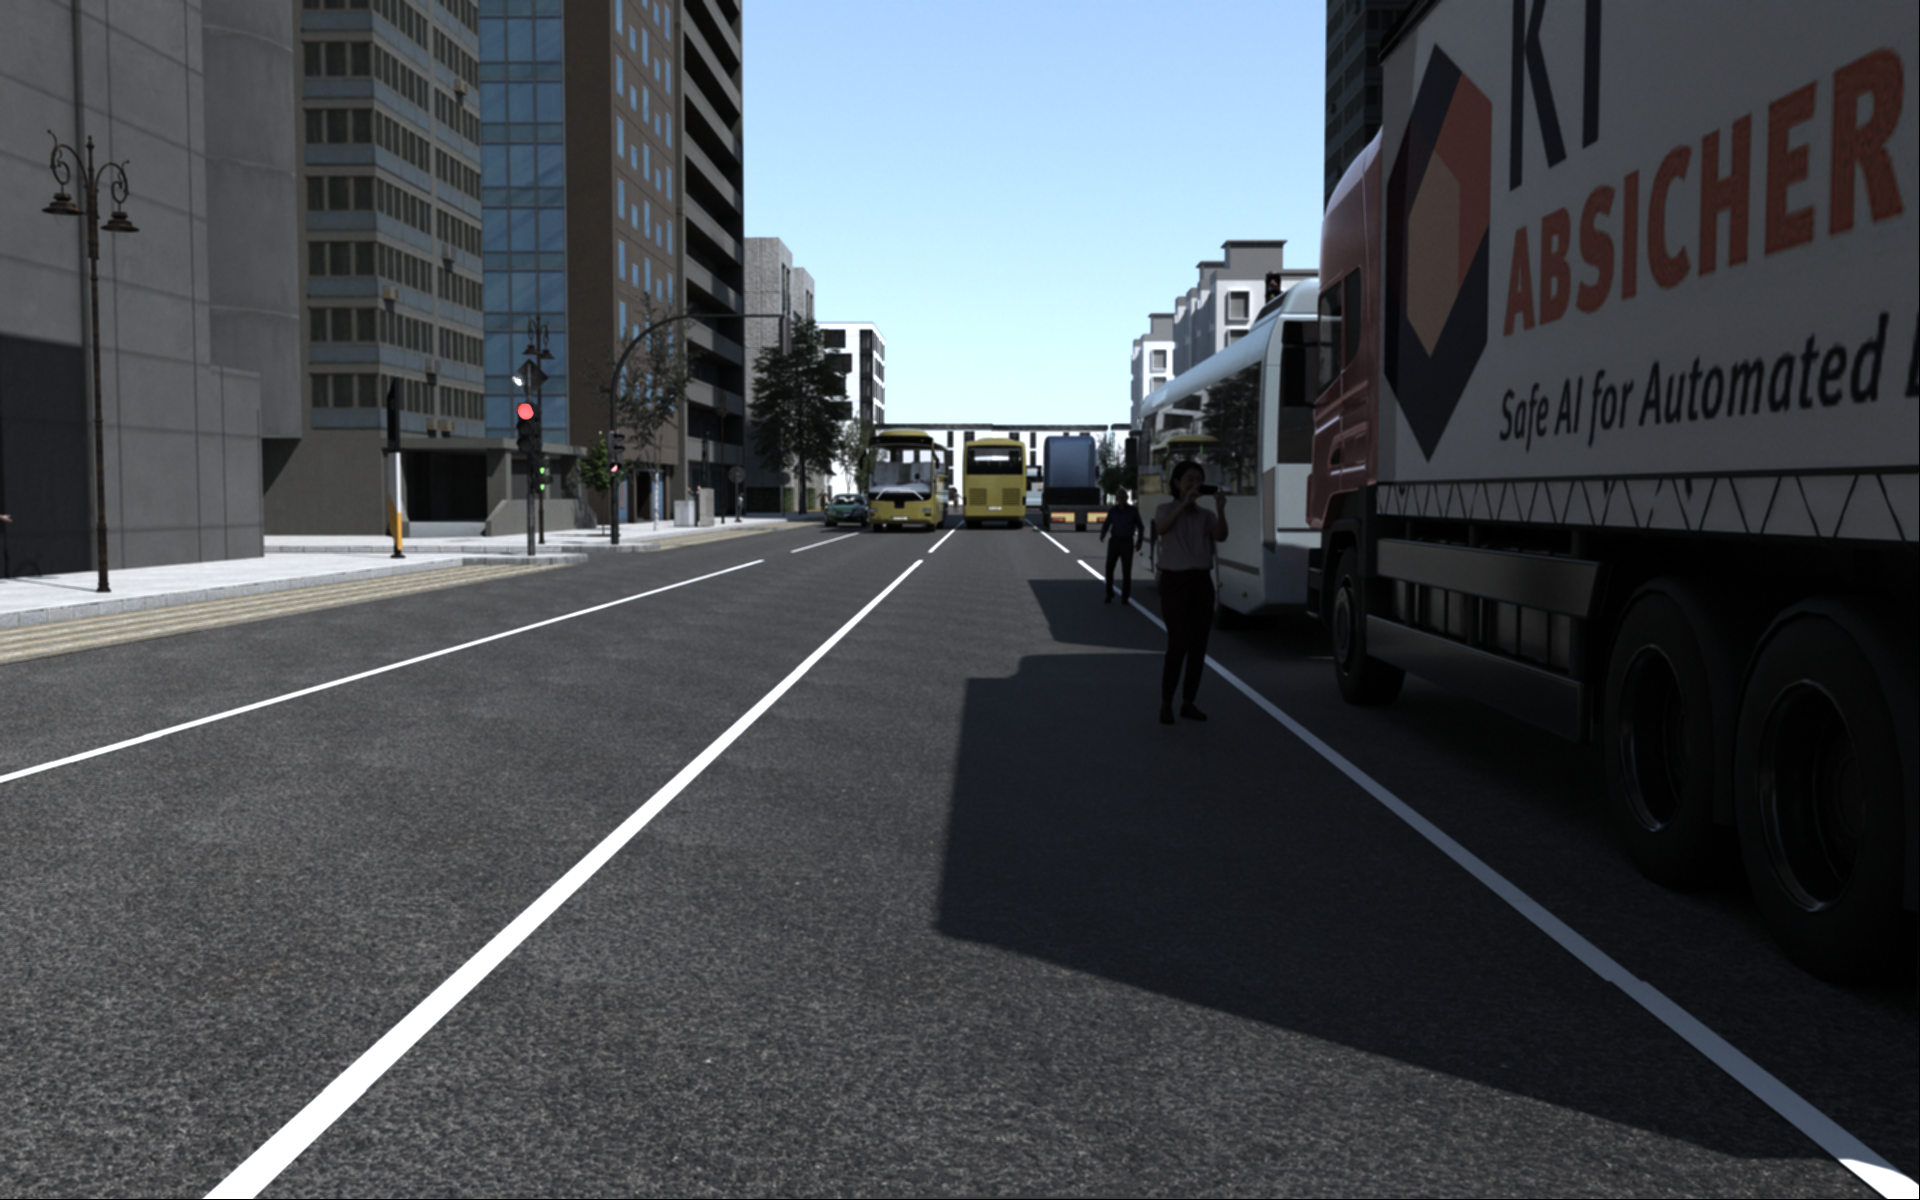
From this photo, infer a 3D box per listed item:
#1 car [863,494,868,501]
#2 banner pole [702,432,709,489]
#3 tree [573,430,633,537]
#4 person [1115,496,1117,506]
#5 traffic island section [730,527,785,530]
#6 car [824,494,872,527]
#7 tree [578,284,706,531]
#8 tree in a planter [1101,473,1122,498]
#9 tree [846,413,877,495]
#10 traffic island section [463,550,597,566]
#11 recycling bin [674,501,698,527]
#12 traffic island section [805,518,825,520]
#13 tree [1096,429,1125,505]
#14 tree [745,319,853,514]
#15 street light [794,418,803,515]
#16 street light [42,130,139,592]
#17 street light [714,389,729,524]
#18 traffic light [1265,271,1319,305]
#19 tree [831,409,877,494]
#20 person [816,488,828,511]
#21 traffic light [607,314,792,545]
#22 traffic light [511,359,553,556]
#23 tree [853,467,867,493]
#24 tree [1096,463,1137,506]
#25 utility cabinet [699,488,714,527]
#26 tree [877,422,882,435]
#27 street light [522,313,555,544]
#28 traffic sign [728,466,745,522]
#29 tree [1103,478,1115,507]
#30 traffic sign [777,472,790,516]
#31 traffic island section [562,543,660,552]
[{"bbox_3d":[-4.659,-4.998,91.936,2.015,1.641,3.980,0,4,2],"label":"car"},{"bbox_3d":[-10.271,-4.894,70.026,0.401,3.779,0.863,-2,4,-30],"label":"banner pole"},{"bbox_3d":[-10.981,-3.549,52.620,1.663,3.219,1.824,0,3,0],"label":"tree"},{"bbox_3d":[15.100,-9.761,166.439,0.445,1.727,0.742,-3,5,-40],"label":"person"},{"bbox_3d":[-8.006,-2.806,68.747,1.991,0.108,1.994,0,4,1],"label":"traffic island section"},{"bbox_3d":[-4.904,-3.959,76.522,2.131,1.459,4.920,0,4,1],"label":"car"},{"bbox_3d":[-10.837,-6.740,60.564,4.360,8.622,3.978,0,3,0],"label":"tree"},{"bbox_3d":[12.786,-9.077,145.624,1.991,3.239,1.994,0,4,1],"label":"tree in a planter"},{"bbox_3d":[-8.692,-12.709,158.155,4.737,8.622,4.395,0,3,0],"label":"tree"},{"bbox_3d":[-8.948,-0.844,36.087,2.009,0.180,2.903,0,4,1],"label":"traffic island section"},{"bbox_3d":[-10.672,-3.357,67.436,0.722,1.027,0.722,1,4,16],"label":"recycling bin"},{"bbox_3d":[-7.493,-4.454,95.685,1.991,0.108,1.994,0,4,1],"label":"traffic island section"},{"bbox_3d":[17.118,-15.021,195.948,4.737,8.622,4.395,0,3,0],"label":"tree"},{"bbox_3d":[-10.423,-11.873,112.247,7.486,12.596,7.792,0,3,0],"label":"tree"},{"bbox_3d":[-9.757,-8.108,105.358,0.468,5.910,1.993,0,4,1],"label":"street light"},{"bbox_3d":[-11.216,-3.041,22.505,0.468,5.910,1.993,0,4,1],"label":"street light"},{"bbox_3d":[-10.307,-6.260,75.134,0.468,5.910,1.993,0,4,1],"label":"street light"},{"bbox_3d":[8.577,-3.720,35.496,4.771,5.953,1.251,0,4,1],"label":"traffic light"},{"bbox_3d":[-9.130,-11.725,142.071,4.360,8.622,3.978,0,3,0],"label":"tree"},{"bbox_3d":[-10.246,-7.475,128.987,1.217,1.736,0.721,3,5,41],"label":"person"},{"bbox_3d":[-6.664,-4.236,43.931,4.771,5.953,1.251,0,4,1],"label":"traffic light"},{"bbox_3d":[-8.908,-2.876,35.952,0.839,4.253,0.868,0,4,1],"label":"traffic light"},{"bbox_3d":[-9.308,-11.737,175.621,4.285,4.588,4.351,0,3,0],"label":"tree"},{"bbox_3d":[16.186,-12.235,183.762,4.285,4.588,4.351,0,3,0],"label":"tree"},{"bbox_3d":[-9.884,-3.609,67.679,0.318,1.500,1.173,0,4,7],"label":"utility cabinet"},{"bbox_3d":[-8.667,-13.247,166.945,4.360,8.622,3.978,0,3,0],"label":"tree"},{"bbox_3d":[-10.772,-4.381,44.411,0.468,5.910,1.993,0,4,1],"label":"street light"},{"bbox_3d":[-10.136,-4.800,78.590,0.768,2.556,0.104,0,4,3],"label":"traffic sign"},{"bbox_3d":[15.466,-11.068,175.564,1.663,3.219,1.824,0,3,0],"label":"tree"},{"bbox_3d":[-10.105,-6.060,99.183,0.768,2.556,0.104,0,4,2],"label":"traffic sign"},{"bbox_3d":[-8.797,-1.333,44.071,2.009,0.180,2.903,0,4,1],"label":"traffic island section"}]
